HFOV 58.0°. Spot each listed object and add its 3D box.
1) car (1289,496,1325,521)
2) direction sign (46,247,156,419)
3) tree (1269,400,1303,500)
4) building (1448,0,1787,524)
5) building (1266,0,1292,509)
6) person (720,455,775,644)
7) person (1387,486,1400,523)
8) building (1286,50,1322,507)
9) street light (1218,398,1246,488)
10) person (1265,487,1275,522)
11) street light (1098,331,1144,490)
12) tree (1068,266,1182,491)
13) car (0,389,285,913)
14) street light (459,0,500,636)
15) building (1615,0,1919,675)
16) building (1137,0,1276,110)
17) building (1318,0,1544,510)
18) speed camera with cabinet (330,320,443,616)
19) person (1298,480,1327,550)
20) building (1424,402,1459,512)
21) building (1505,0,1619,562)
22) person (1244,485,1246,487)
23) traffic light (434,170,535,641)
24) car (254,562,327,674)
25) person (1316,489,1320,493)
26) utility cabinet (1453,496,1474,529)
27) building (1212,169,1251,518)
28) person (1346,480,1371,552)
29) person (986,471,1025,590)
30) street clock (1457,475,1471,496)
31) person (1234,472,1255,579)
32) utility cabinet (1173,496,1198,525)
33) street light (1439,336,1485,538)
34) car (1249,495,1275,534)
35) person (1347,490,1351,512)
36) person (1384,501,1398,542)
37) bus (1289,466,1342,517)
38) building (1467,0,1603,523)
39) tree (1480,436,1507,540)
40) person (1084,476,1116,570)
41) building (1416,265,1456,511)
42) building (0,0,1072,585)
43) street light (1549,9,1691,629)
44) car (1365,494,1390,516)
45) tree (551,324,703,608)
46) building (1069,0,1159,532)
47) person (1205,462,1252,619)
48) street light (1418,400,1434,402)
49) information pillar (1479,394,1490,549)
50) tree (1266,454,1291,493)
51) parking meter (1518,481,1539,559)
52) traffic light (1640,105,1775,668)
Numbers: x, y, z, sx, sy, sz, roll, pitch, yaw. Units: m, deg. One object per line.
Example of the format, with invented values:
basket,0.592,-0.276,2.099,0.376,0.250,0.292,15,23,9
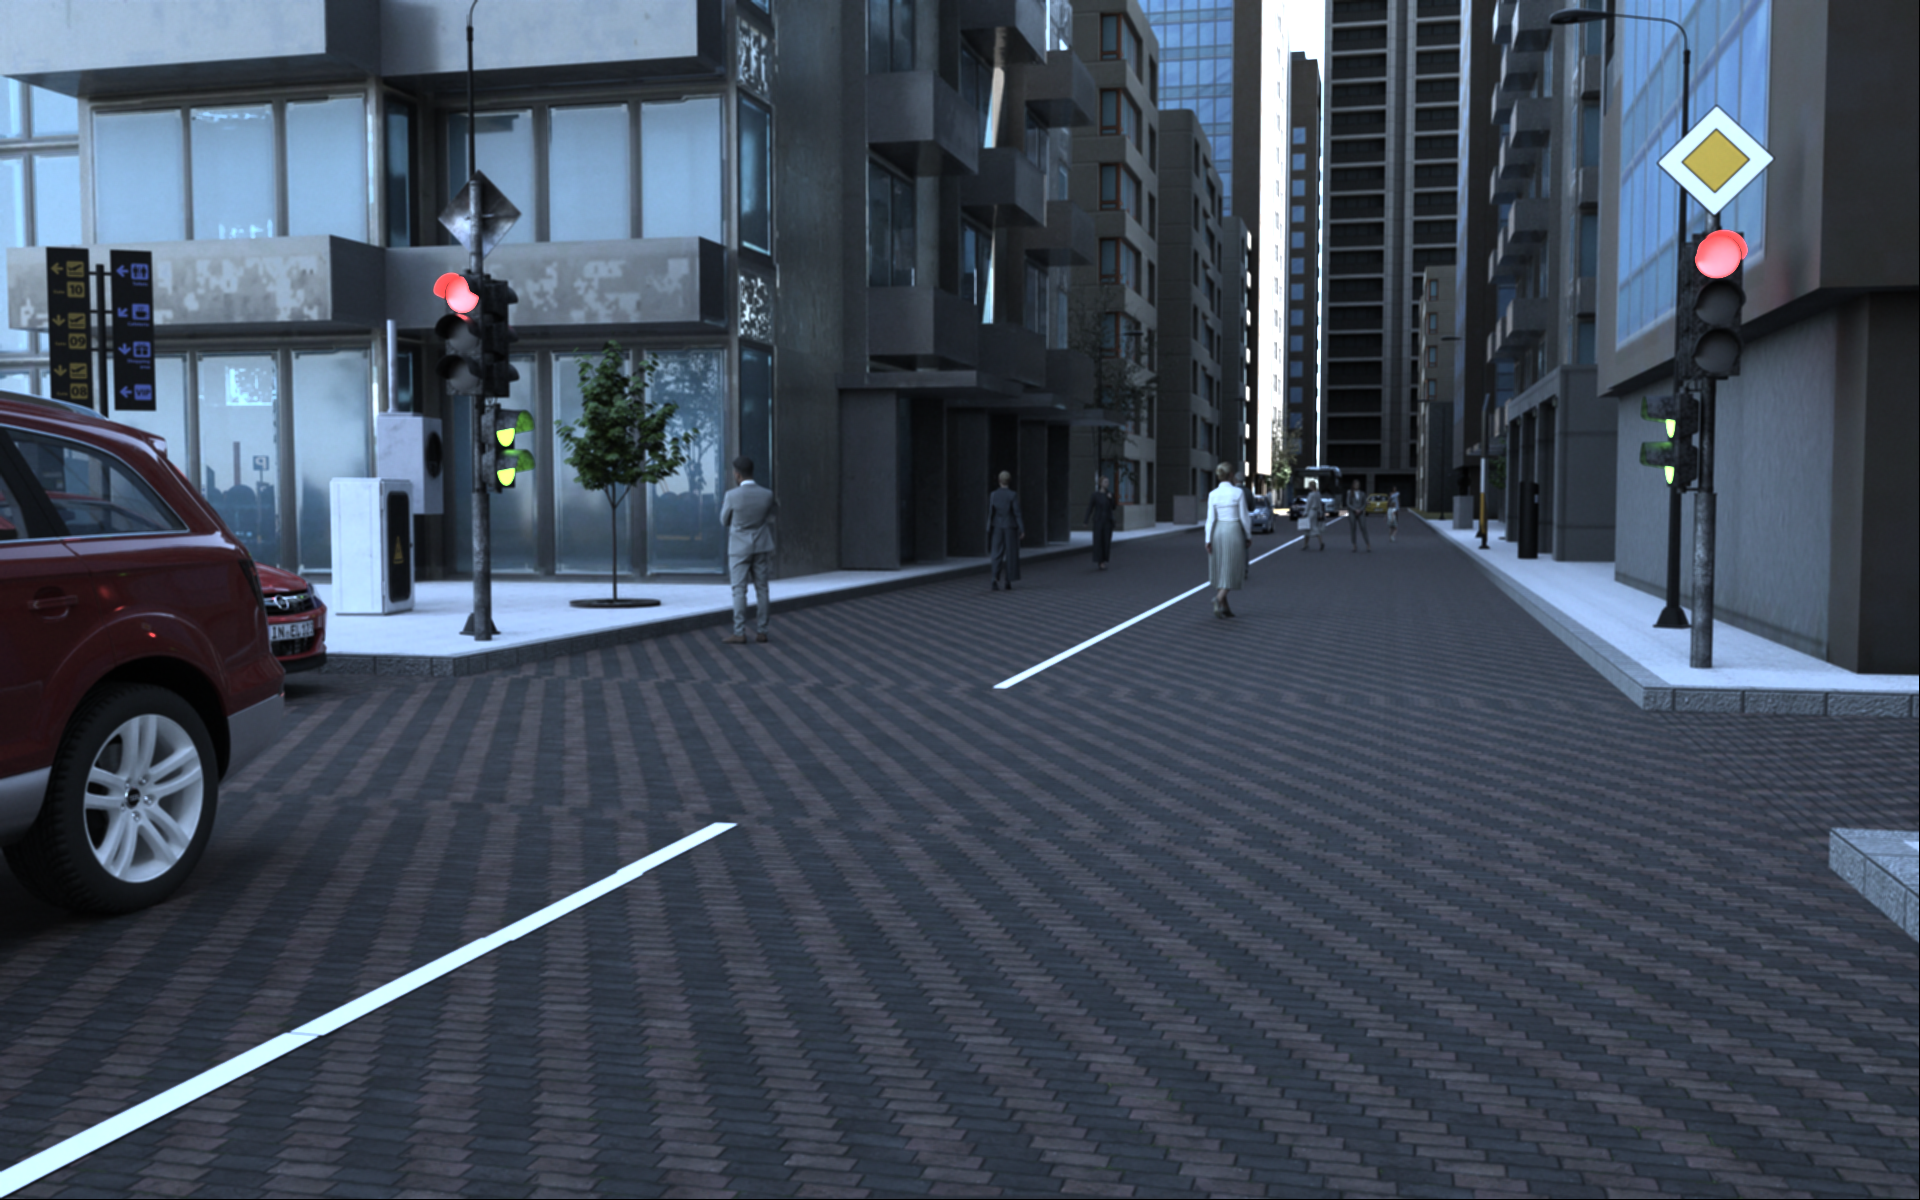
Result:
car,18.978,-5.012,94.525,1.945,1.354,3.894,1,4,15
direction sign,-7.953,-1.475,16.112,0.876,3.537,0.379,-1,4,-19
tree,24.365,-11.223,133.859,4.360,8.622,3.978,0,3,0
building,33.540,-26.938,90.551,14.600,45.320,14.200,1,4,14
building,18.437,-43.770,153.890,20.611,71.187,20.563,1,4,14
person,-2.080,-0.494,16.764,0.511,1.800,0.466,-3,5,-45
person,21.037,-4.613,84.010,0.616,1.811,0.778,2,4,25
building,29.315,-32.213,176.786,14.200,45.320,14.600,1,4,14
street light,13.121,-6.819,84.035,1.470,5.913,1.316,1,4,14
person,15.433,-4.744,86.293,0.641,1.798,0.478,0,4,-1
street light,4.551,-4.717,49.664,1.470,5.913,1.316,1,4,14
tree,4.667,-6.453,55.877,4.360,8.622,3.978,0,3,0
car,-4.148,0.240,4.753,2.281,1.827,5.304,1,4,15
street light,-3.873,-2.630,15.546,1.470,5.913,1.316,1,4,14
building,14.470,-22.361,15.710,14.200,45.320,14.600,1,4,14
building,15.064,-28.997,124.205,14.600,45.320,14.200,1,4,14
building,47.512,-45.090,175.469,20.611,71.187,20.563,1,4,14
speed camera with cabinet,-6.285,-1.514,19.090,0.660,3.252,2.038,0,4,1
person,9.031,-2.169,44.319,0.694,1.780,0.624,-2,4,-27
building,42.333,-48.833,111.091,22.319,86.520,31.000,1,4,14
building,22.323,-36.358,32.705,20.563,71.187,20.611,1,4,14
person,13.107,-4.360,79.882,0.850,1.850,0.679,-3,5,-44
traffic light,-4.163,-1.598,15.053,0.839,4.253,0.868,1,4,14
car,-6.782,-0.218,12.604,4.494,1.783,2.155,1,4,15
person,20.406,-5.588,99.728,0.599,1.838,0.709,-2,4,-35
utility cabinet,18.434,-3.199,63.463,0.306,1.237,1.020,3,5,44
building,2.640,-15.951,105.836,27.650,21.520,28.899,1,4,14
person,9.937,-2.103,43.153,0.520,1.790,0.573,-1,4,-13
person,0.680,-1.033,25.813,0.576,1.772,0.534,0,4,3
street clock,19.330,-3.785,66.456,0.471,2.002,0.358,-1,4,-18
person,4.663,-1.267,29.397,0.661,1.801,0.590,-2,4,-25
utility cabinet,9.450,-3.751,72.486,1.020,1.237,0.306,2,4,34
street light,14.832,-4.799,51.011,1.470,5.913,1.316,1,4,14
car,10.626,-3.171,63.842,2.014,1.417,4.499,1,4,13
person,30.765,-7.783,136.477,0.721,1.736,1.217,1,4,12
person,12.896,-2.351,51.956,0.382,1.210,0.505,-3,4,-36
bus,23.152,-7.160,111.921,2.948,3.499,13.247,1,4,14
building,32.254,-27.266,65.410,23.786,49.044,30.456,1,4,14
tree,15.818,-3.328,49.012,1.663,3.219,1.824,0,3,0
person,2.677,-1.469,32.935,0.576,1.772,0.534,-2,4,-30
building,52.155,-18.181,142.296,27.650,21.520,28.899,1,4,14
building,-9.314,-25.563,37.570,23.786,49.044,30.456,1,4,14
street light,6.341,-2.697,16.644,1.470,5.913,1.316,1,4,14
car,27.289,-6.286,113.000,2.015,1.641,3.980,1,4,13
tree,-4.031,-1.536,19.723,1.663,3.219,1.824,0,3,0
building,-4.365,-14.121,75.926,27.650,21.520,28.899,1,4,14
person,3.059,-0.688,19.971,0.478,1.798,0.641,3,4,39
street light,23.164,-6.882,85.054,1.470,5.913,1.316,1,4,14
information pillar,12.241,-2.999,40.394,0.183,3.616,0.504,2,4,28
tree,25.003,-9.491,138.884,4.285,4.588,4.351,0,3,0
parking meter,11.291,-1.590,34.400,0.372,1.533,0.369,0,3,0
traffic light,5.464,-1.454,12.700,0.839,4.253,0.868,1,4,14
